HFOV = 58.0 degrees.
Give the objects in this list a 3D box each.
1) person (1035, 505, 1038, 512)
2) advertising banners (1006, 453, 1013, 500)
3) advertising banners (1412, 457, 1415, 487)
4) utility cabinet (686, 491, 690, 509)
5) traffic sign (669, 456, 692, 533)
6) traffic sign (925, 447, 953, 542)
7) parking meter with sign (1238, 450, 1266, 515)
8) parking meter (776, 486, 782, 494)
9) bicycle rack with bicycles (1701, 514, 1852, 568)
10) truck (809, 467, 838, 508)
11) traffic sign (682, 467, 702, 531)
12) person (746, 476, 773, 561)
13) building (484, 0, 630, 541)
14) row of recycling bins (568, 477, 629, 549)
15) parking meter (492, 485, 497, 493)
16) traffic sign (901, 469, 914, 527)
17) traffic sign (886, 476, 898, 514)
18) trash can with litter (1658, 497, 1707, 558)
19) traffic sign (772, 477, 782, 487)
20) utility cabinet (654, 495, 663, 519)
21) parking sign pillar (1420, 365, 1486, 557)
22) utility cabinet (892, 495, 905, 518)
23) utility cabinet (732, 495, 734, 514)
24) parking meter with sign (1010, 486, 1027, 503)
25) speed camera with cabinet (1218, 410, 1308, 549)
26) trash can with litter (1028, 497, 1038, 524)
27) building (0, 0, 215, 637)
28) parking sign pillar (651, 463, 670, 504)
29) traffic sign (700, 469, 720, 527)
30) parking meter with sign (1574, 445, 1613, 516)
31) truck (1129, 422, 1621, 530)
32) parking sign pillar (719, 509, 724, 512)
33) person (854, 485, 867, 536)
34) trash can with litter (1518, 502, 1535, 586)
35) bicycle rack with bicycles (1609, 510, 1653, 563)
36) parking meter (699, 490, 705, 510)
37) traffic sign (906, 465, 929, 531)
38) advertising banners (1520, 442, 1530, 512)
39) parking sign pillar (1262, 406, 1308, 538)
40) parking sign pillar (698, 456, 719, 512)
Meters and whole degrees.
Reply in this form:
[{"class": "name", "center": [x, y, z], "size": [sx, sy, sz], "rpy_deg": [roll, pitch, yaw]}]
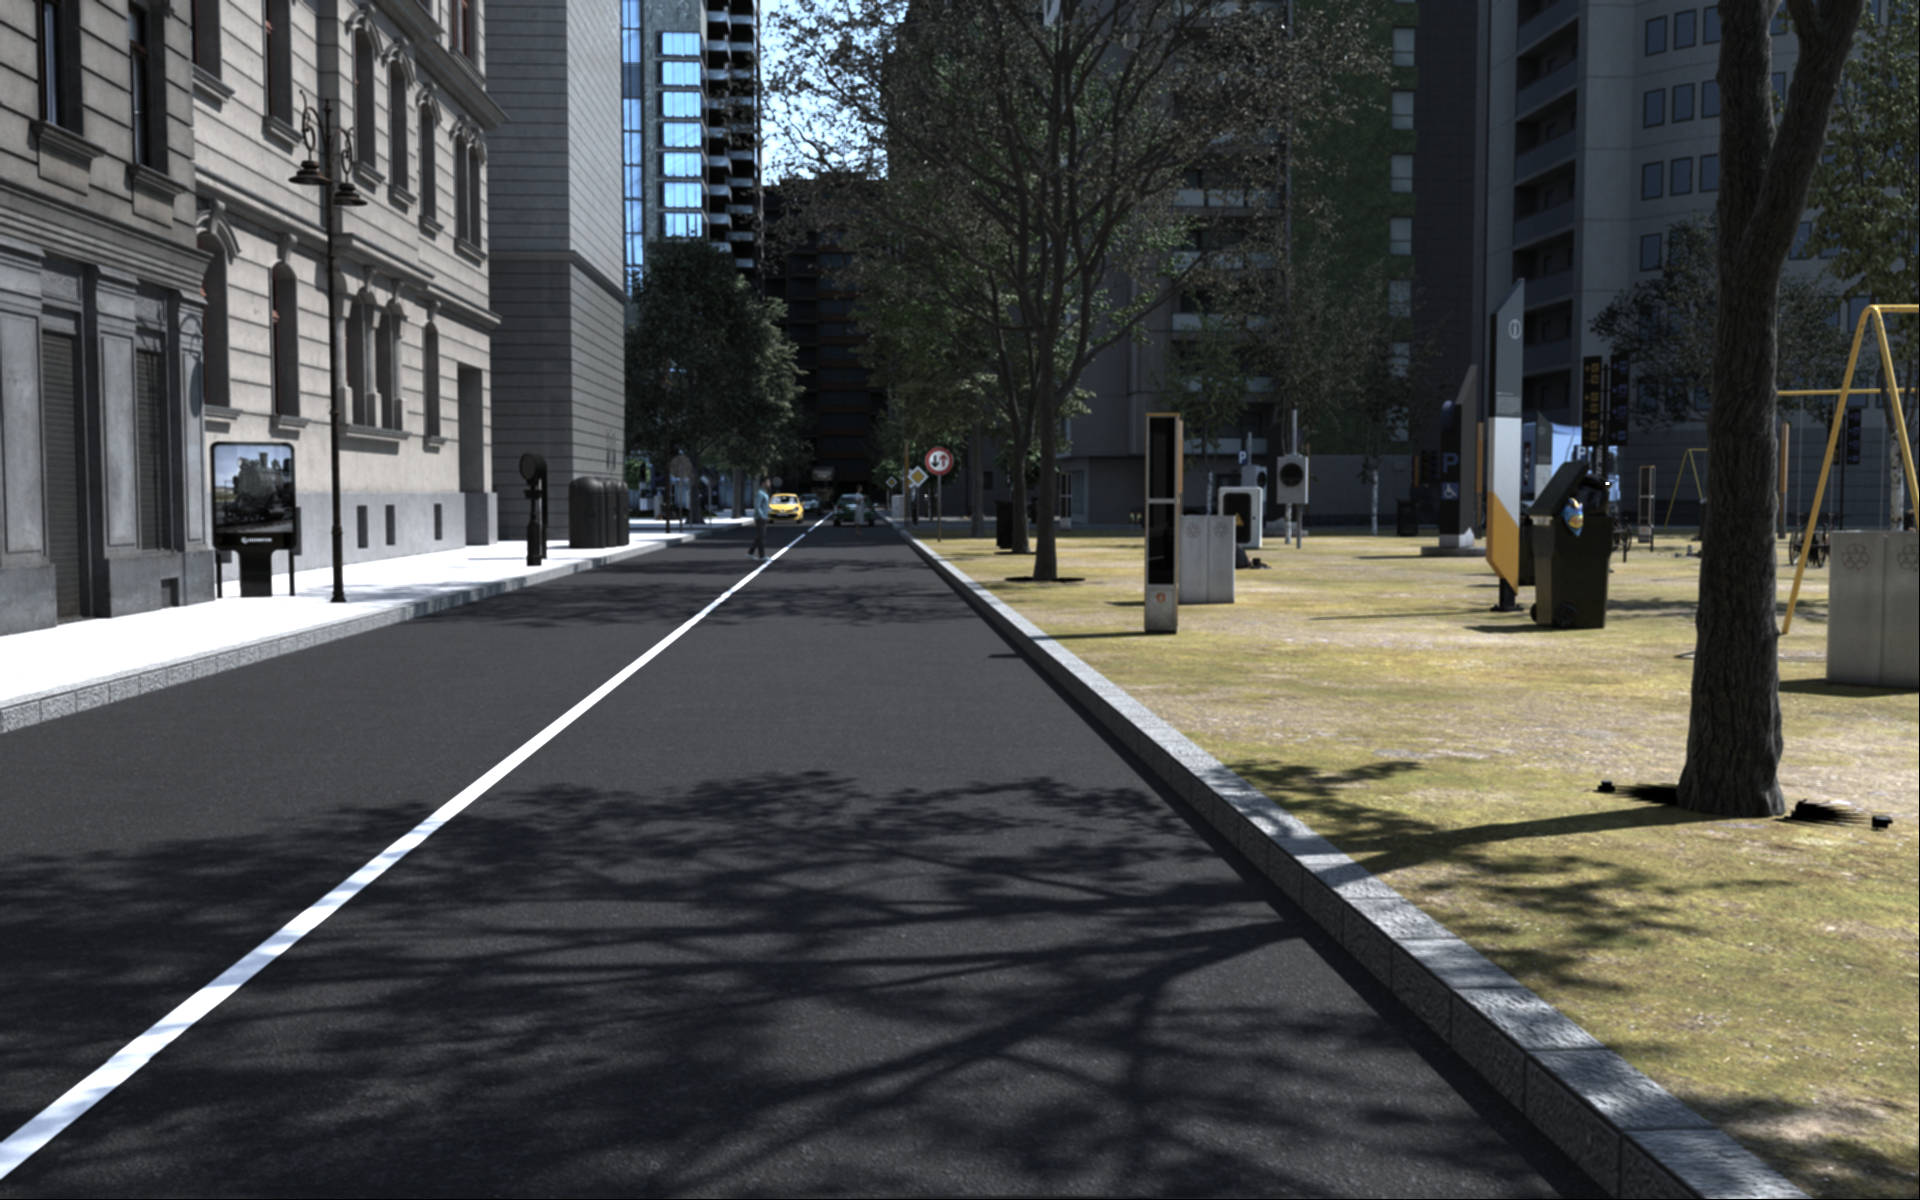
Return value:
[{"class": "person", "center": [3.225, -3.495, 66.226], "size": [0.593, 1.750, 0.643], "rpy_deg": [2, 4, 35]}, {"class": "advertising banners", "center": [2.312, -4.785, 74.419], "size": [0.090, 3.025, 2.074], "rpy_deg": [1, 4, 20]}, {"class": "advertising banners", "center": [21.768, -5.187, 80.998], "size": [2.074, 3.025, 0.090], "rpy_deg": [1, 4, 15]}, {"class": "utility cabinet", "center": [-17.344, -6.344, 112.410], "size": [0.318, 1.500, 1.173], "rpy_deg": [2, 4, 24]}, {"class": "traffic sign", "center": [-9.257, -3.503, 57.387], "size": [0.768, 2.556, 0.104], "rpy_deg": [0, 4, 5]}, {"class": "traffic sign", "center": [-0.559, -2.840, 46.532], "size": [0.768, 2.556, 0.104], "rpy_deg": [0, 4, -2]}, {"class": "parking meter with sign", "center": [12.018, -4.496, 69.767], "size": [1.738, 3.016, 0.543], "rpy_deg": [-2, 4, -34]}, {"class": "parking meter", "center": [-13.224, -7.383, 126.420], "size": [0.399, 1.863, 0.255], "rpy_deg": [3, 5, 44]}, {"class": "bicycle rack with bicycles", "center": [14.955, -1.112, 31.559], "size": [2.852, 0.926, 2.925], "rpy_deg": [3, 5, 44]}, {"class": "truck", "center": [-14.267, -11.823, 182.226], "size": [2.839, 4.237, 11.283], "rpy_deg": [0, 4, -2]}, {"class": "traffic sign", "center": [-9.300, -3.435, 59.802], "size": [0.795, 2.450, 0.064], "rpy_deg": [0, 4, -3]}, {"class": "person", "center": [-4.334, -1.764, 37.360], "size": [0.620, 1.820, 0.660], "rpy_deg": [0, 4, -2]}, {"class": "building", "center": [-25.700, -16.766, 51.624], "size": [29.804, 29.767, 11.434], "rpy_deg": [0, 4, -3]}, {"class": "row of recycling bins", "center": [-8.726, -2.144, 42.163], "size": [1.069, 1.692, 3.534], "rpy_deg": [0, 4, 1]}, {"class": "parking meter", "center": [-12.738, -2.357, 46.942], "size": [0.372, 1.533, 0.369], "rpy_deg": [0, 3, 0]}, {"class": "traffic sign", "center": [-1.945, -3.950, 68.219], "size": [0.795, 2.450, 0.064], "rpy_deg": [0, 4, -3]}, {"class": "traffic sign", "center": [-4.353, -6.666, 110.181], "size": [0.795, 2.450, 0.064], "rpy_deg": [0, 4, 2]}, {"class": "trash can with litter", "center": [15.077, -1.483, 35.313], "size": [1.678, 1.210, 2.233], "rpy_deg": [2, 4, 26]}, {"class": "traffic sign", "center": [-13.439, -7.785, 127.384], "size": [0.768, 2.556, 0.104], "rpy_deg": [0, 4, 6]}, {"class": "utility cabinet", "center": [-15.557, -4.781, 89.336], "size": [0.306, 1.237, 1.020], "rpy_deg": [0, 4, 0]}, {"class": "parking sign pillar", "center": [10.287, -2.893, 35.769], "size": [1.447, 3.967, 1.447], "rpy_deg": [2, 4, 29]}, {"class": "utility cabinet", "center": [-3.302, -4.957, 92.213], "size": [0.306, 1.237, 1.020], "rpy_deg": [-2, 4, -28]}, {"class": "utility cabinet", "center": [-13.156, -5.589, 102.540], "size": [0.306, 1.237, 1.020], "rpy_deg": [1, 4, 19]}, {"class": "parking meter with sign", "center": [3.040, -5.939, 93.355], "size": [0.543, 3.016, 1.738], "rpy_deg": [3, 5, 42]}, {"class": "speed camera with cabinet", "center": [7.127, -2.838, 40.744], "size": [2.038, 3.252, 0.660], "rpy_deg": [1, 4, 16]}, {"class": "trash can with litter", "center": [3.500, -3.877, 74.781], "size": [1.055, 1.170, 0.624], "rpy_deg": [-2, 4, -24]}, {"class": "building", "center": [-13.075, -9.897, 10.967], "size": [9.793, 20.994, 18.267], "rpy_deg": [0, 4, -3]}, {"class": "parking sign pillar", "center": [-20.900, -8.095, 120.828], "size": [1.447, 3.967, 1.447], "rpy_deg": [1, 4, 20]}, {"class": "traffic sign", "center": [-9.777, -3.922, 67.773], "size": [0.795, 2.450, 0.064], "rpy_deg": [0, 4, -3]}, {"class": "parking meter with sign", "center": [22.263, -3.947, 60.786], "size": [0.543, 3.016, 1.738], "rpy_deg": [-1, 4, -14]}, {"class": "truck", "center": [15.799, -4.577, 64.588], "size": [18.799, 4.110, 2.967], "rpy_deg": [0, 4, -5]}, {"class": "parking sign pillar", "center": [-17.834, -8.369, 125.308], "size": [1.447, 3.967, 1.447], "rpy_deg": [-1, 4, -15]}, {"class": "person", "center": [-3.403, -3.108, 59.892], "size": [0.524, 1.755, 0.480], "rpy_deg": [1, 4, 18]}, {"class": "trash can with litter", "center": [8.242, -0.789, 24.293], "size": [1.055, 1.170, 0.624], "rpy_deg": [2, 4, 32]}, {"class": "bicycle rack with bicycles", "center": [11.067, -1.142, 32.060], "size": [2.852, 0.926, 2.925], "rpy_deg": [2, 4, 31]}, {"class": "parking meter", "center": [-15.813, -5.975, 106.096], "size": [0.372, 1.533, 0.369], "rpy_deg": [0, 3, 0]}, {"class": "traffic sign", "center": [-1.468, -3.462, 60.248], "size": [0.795, 2.450, 0.064], "rpy_deg": [0, 4, -3]}, {"class": "advertising banners", "center": [18.911, -3.825, 58.729], "size": [0.090, 3.025, 2.074], "rpy_deg": [0, 4, -3]}, {"class": "parking sign pillar", "center": [9.683, -3.869, 51.727], "size": [1.447, 3.967, 1.447], "rpy_deg": [-1, 4, -22]}, {"class": "parking sign pillar", "center": [-18.043, -8.152, 121.751], "size": [1.447, 3.967, 1.447], "rpy_deg": [0, 4, 7]}]
